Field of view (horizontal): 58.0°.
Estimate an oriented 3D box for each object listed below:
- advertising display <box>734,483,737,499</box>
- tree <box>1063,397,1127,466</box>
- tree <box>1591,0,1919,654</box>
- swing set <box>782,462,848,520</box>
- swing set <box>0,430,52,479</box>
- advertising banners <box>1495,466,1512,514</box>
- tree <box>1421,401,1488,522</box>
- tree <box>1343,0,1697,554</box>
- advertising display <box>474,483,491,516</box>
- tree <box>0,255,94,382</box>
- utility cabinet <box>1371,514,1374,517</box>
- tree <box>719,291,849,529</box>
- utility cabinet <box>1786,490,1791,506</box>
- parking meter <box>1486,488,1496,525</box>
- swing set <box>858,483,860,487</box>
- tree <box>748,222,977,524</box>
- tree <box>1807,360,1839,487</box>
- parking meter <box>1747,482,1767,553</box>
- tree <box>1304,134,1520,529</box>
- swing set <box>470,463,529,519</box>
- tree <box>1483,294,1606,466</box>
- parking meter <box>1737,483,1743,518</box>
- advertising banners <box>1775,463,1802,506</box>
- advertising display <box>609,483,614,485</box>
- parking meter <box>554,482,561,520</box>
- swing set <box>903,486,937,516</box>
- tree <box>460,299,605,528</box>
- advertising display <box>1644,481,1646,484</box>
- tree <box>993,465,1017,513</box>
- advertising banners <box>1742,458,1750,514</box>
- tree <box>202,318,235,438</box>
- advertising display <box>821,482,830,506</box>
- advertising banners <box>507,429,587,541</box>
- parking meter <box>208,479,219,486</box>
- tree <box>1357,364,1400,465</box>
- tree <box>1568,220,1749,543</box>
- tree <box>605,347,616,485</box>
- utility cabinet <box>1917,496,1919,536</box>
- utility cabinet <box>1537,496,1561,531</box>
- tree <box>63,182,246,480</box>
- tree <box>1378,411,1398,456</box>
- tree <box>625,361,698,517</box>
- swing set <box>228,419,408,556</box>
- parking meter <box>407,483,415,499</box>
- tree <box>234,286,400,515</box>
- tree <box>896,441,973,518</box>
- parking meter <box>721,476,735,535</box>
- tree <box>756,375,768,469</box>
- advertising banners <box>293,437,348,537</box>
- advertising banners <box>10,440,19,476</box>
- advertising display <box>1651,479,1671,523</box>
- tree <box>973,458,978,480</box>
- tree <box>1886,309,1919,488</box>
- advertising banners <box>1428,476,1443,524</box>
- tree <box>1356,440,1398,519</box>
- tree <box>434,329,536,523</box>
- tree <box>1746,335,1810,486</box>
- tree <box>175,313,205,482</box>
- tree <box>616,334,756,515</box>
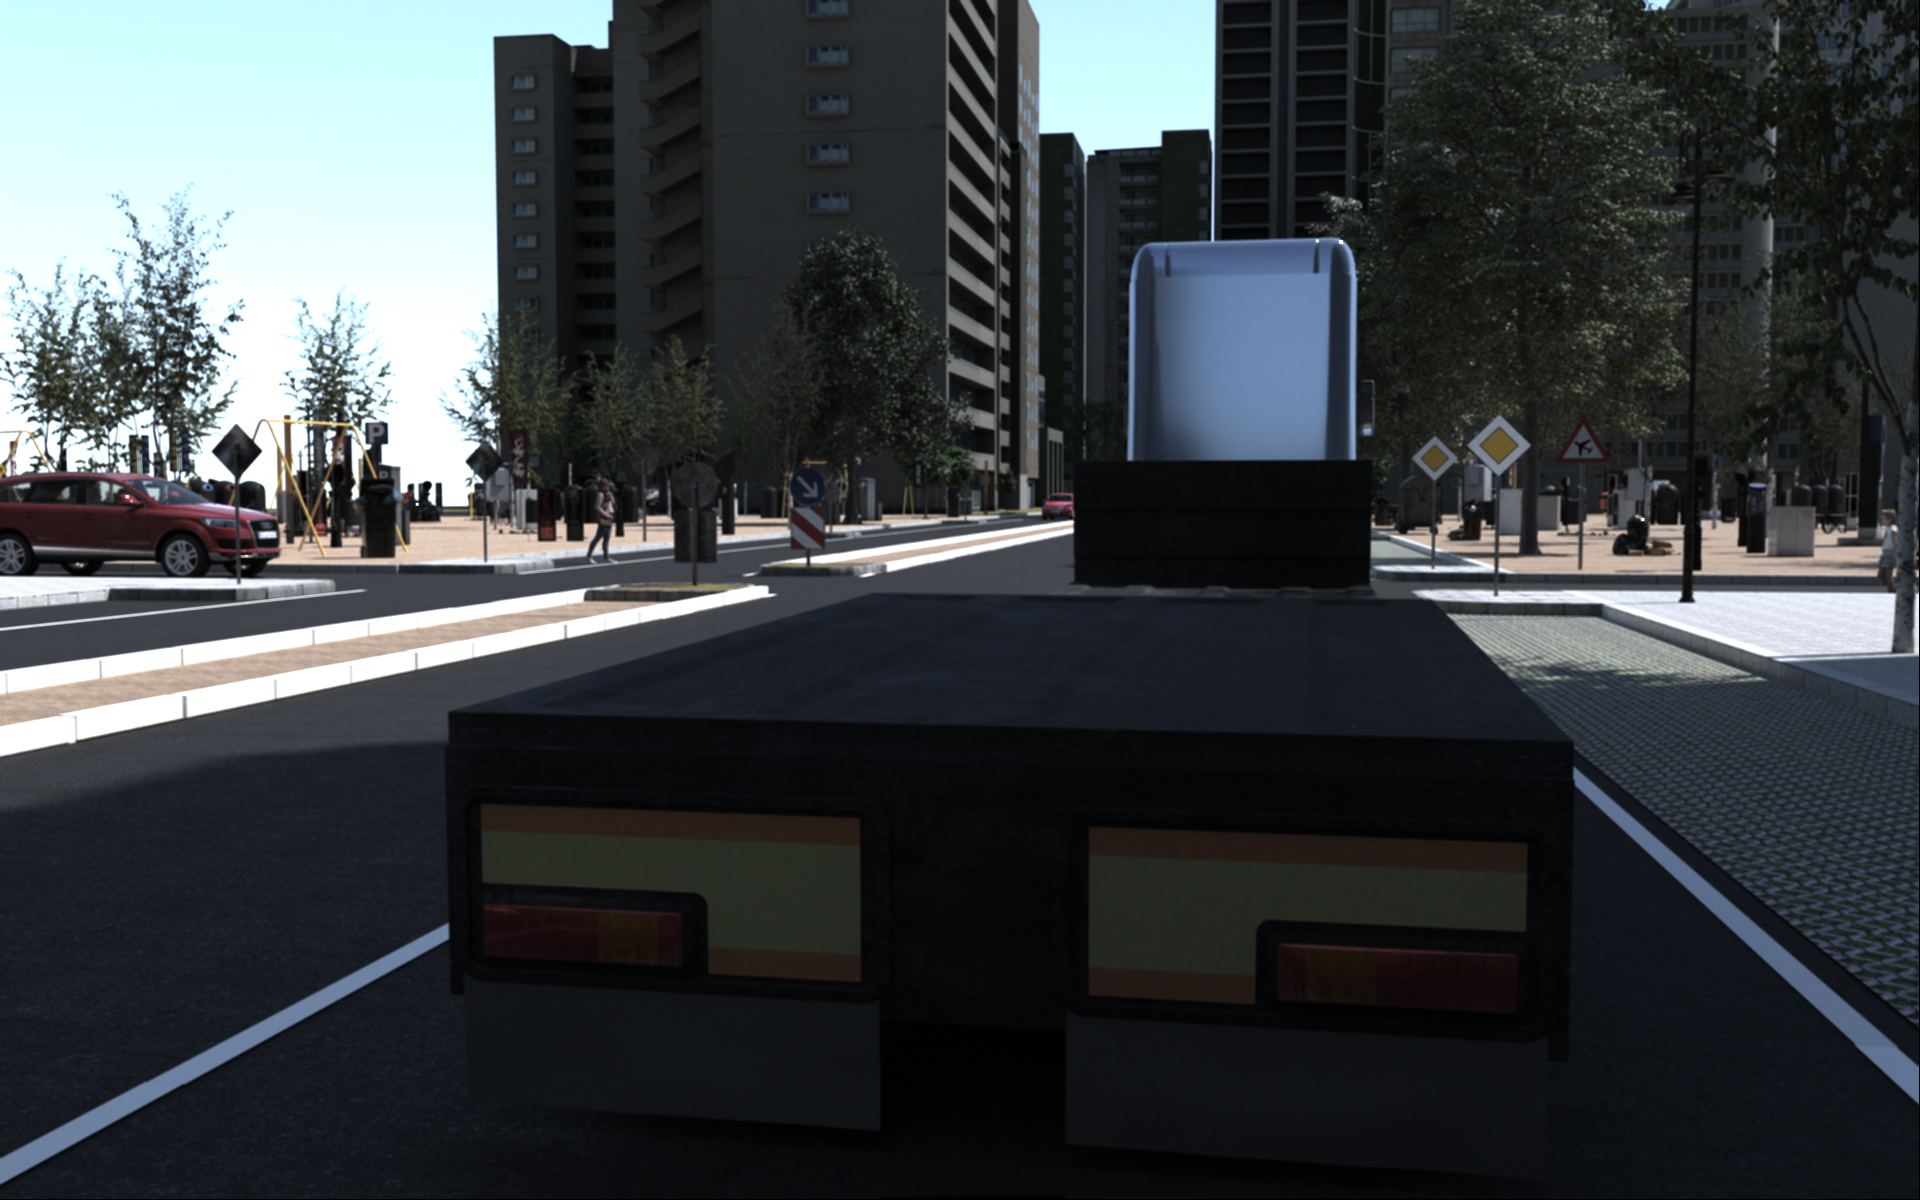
[{"bbox_3d":[-13.067,-5.730,98.907,0.123,1.923,0.974,2,4,30],"label":"advertising display"},{"bbox_3d":[14.169,-15.768,183.560,9.928,11.665,9.643,0,3,0],"label":"tree"},{"bbox_3d":[7.506,-3.889,13.952,4.737,8.622,4.395,0,3,0],"label":"tree"},{"bbox_3d":[-7.147,-5.325,84.682,3.119,2.851,2.862,-1,4,-17],"label":"swing set"},{"bbox_3d":[-23.685,-2.776,43.007,3.119,2.851,2.862,3,5,41],"label":"swing set"},{"bbox_3d":[30.691,-6.222,97.919,2.074,3.025,0.090,-3,4,-36],"label":"advertising banners"},{"bbox_3d":[22.975,-7.946,80.283,4.360,8.622,3.978,0,3,0],"label":"tree"},{"bbox_3d":[11.797,-7.258,36.788,7.486,12.596,7.792,0,3,0],"label":"tree"},{"bbox_3d":[-27.364,-5.754,99.294,0.974,1.923,0.123,-3,4,-36],"label":"advertising display"},{"bbox_3d":[-28.260,-6.358,54.312,4.737,8.622,4.395,0,3,0],"label":"tree"},{"bbox_3d":[22.576,-5.332,95.864,0.318,1.500,1.173,0,4,-4],"label":"utility cabinet"},{"bbox_3d":[-6.312,-6.877,62.805,4.360,8.622,3.978,0,3,0],"label":"tree"},{"bbox_3d":[44.950,-5.164,93.117,1.173,1.500,0.318,-2,4,-24],"label":"utility cabinet"},{"bbox_3d":[21.856,-3.846,71.297,0.372,1.533,0.369,0,3,0],"label":"parking meter"},{"bbox_3d":[-7.178,-6.707,107.285,2.862,2.851,3.119,1,4,15],"label":"swing set"},{"bbox_3d":[-4.544,-9.577,73.585,9.611,12.733,9.660,0,3,0],"label":"tree"},{"bbox_3d":[42.246,-8.187,84.220,4.360,8.622,3.978,0,3,0],"label":"tree"},{"bbox_3d":[17.356,-1.793,37.721,0.372,1.533,0.369,0,3,0],"label":"parking meter"},{"bbox_3d":[16.255,-9.555,62.884,9.857,13.997,8.962,0,3,0],"label":"tree"},{"bbox_3d":[-23.379,-5.500,87.548,3.119,2.851,2.862,-1,4,-15],"label":"swing set"},{"bbox_3d":[29.614,-9.955,88.511,9.928,11.665,9.643,0,3,0],"label":"tree"},{"bbox_3d":[41.898,-5.333,92.899,0.399,1.863,0.255,-2,4,-31],"label":"parking meter"},{"bbox_3d":[46.675,-6.231,98.068,0.090,3.025,2.074,-2,4,-31],"label":"advertising banners"},{"bbox_3d":[-19.234,-5.605,96.857,0.974,1.923,0.123,-3,4,-38],"label":"advertising display"},{"bbox_3d":[-19.750,-4.850,85.012,0.255,1.863,0.399,-2,4,-27],"label":"parking meter"},{"bbox_3d":[-1.862,-6.546,104.651,3.119,2.851,2.862,1,4,10],"label":"swing set"},{"bbox_3d":[-16.896,-7.073,66.009,4.737,8.622,4.395,0,3,0],"label":"tree"},{"bbox_3d":[33.152,-4.771,83.219,0.123,1.923,0.974,-1,4,-15],"label":"advertising display"},{"bbox_3d":[3.229,-7.447,116.360,1.663,3.219,1.824,0,3,0],"label":"tree"},{"bbox_3d":[33.726,-4.774,74.241,0.090,3.025,2.074,2,4,31],"label":"advertising banners"},{"bbox_3d":[-31.203,-7.276,69.323,4.737,8.622,4.395,0,3,0],"label":"tree"},{"bbox_3d":[-7.427,-5.570,96.290,0.123,1.923,0.974,-3,4,-36],"label":"advertising display"},{"bbox_3d":[-11.206,-3.110,47.035,2.074,3.025,0.090,0,4,-7],"label":"advertising banners"},{"bbox_3d":[-27.985,-3.629,65.041,0.399,1.863,0.255,1,4,16],"label":"parking meter"},{"bbox_3d":[23.349,-9.007,97.626,4.737,8.622,4.395,0,3,0],"label":"tree"},{"bbox_3d":[18.033,-5.809,45.338,4.360,8.622,3.978,0,3,0],"label":"tree"},{"bbox_3d":[-16.947,-8.196,84.371,4.737,8.622,4.395,0,3,0],"label":"tree"},{"bbox_3d":[29.177,-2.525,52.450,1.020,1.237,0.306,2,4,33],"label":"utility cabinet"},{"bbox_3d":[20.650,-3.056,61.134,1.020,1.237,0.306,3,5,43],"label":"utility cabinet"},{"bbox_3d":[-19.031,-5.553,41.159,4.360,8.622,3.978,0,3,0],"label":"tree"},{"bbox_3d":[23.526,-10.539,106.732,8.767,10.594,7.601,-1,4,-18],"label":"tree"},{"bbox_3d":[-16.165,-8.872,95.424,4.360,8.622,3.978,0,3,0],"label":"tree"},{"bbox_3d":[-14.035,-2.419,37.176,2.862,2.851,3.119,1,4,17],"label":"swing set"},{"bbox_3d":[-29.156,-5.278,92.003,0.255,1.863,0.399,1,4,10],"label":"parking meter"},{"bbox_3d":[-22.425,-6.835,62.122,4.737,8.622,4.395,0,3,0],"label":"tree"},{"bbox_3d":[-1.838,-6.622,91.991,4.285,4.588,4.351,0,3,0],"label":"tree"},{"bbox_3d":[-7.332,-2.997,54.712,0.399,1.863,0.255,3,5,45],"label":"parking meter"},{"bbox_3d":[-13.296,-9.596,107.257,4.737,8.622,4.395,0,3,0],"label":"tree"},{"bbox_3d":[-19.449,-3.441,52.449,0.090,3.025,2.074,3,5,40],"label":"advertising banners"},{"bbox_3d":[-30.977,-3.661,56.045,0.090,3.025,2.074,0,4,0],"label":"advertising banners"},{"bbox_3d":[30.840,-4.348,76.299,0.974,1.923,0.123,-1,4,-17],"label":"advertising display"},{"bbox_3d":[-0.631,-7.089,99.622,4.285,4.588,4.351,0,3,0],"label":"tree"},{"bbox_3d":[36.380,-7.015,65.061,4.360,8.622,3.978,0,3,0],"label":"tree"},{"bbox_3d":[20.320,-4.766,74.104,0.090,3.025,2.074,0,4,-1],"label":"advertising banners"},{"bbox_3d":[21.002,-6.486,89.754,4.285,4.588,4.351,0,3,0],"label":"tree"},{"bbox_3d":[-20.868,-7.755,77.149,4.360,8.622,3.978,0,3,0],"label":"tree"},{"bbox_3d":[27.728,-6.896,63.118,4.360,8.622,3.978,0,3,0],"label":"tree"},{"bbox_3d":[-30.605,-6.821,61.892,4.737,8.622,4.395,0,3,0],"label":"tree"},{"bbox_3d":[-12.483,-7.888,79.327,4.737,8.622,4.395,0,3,0],"label":"tree"}]
